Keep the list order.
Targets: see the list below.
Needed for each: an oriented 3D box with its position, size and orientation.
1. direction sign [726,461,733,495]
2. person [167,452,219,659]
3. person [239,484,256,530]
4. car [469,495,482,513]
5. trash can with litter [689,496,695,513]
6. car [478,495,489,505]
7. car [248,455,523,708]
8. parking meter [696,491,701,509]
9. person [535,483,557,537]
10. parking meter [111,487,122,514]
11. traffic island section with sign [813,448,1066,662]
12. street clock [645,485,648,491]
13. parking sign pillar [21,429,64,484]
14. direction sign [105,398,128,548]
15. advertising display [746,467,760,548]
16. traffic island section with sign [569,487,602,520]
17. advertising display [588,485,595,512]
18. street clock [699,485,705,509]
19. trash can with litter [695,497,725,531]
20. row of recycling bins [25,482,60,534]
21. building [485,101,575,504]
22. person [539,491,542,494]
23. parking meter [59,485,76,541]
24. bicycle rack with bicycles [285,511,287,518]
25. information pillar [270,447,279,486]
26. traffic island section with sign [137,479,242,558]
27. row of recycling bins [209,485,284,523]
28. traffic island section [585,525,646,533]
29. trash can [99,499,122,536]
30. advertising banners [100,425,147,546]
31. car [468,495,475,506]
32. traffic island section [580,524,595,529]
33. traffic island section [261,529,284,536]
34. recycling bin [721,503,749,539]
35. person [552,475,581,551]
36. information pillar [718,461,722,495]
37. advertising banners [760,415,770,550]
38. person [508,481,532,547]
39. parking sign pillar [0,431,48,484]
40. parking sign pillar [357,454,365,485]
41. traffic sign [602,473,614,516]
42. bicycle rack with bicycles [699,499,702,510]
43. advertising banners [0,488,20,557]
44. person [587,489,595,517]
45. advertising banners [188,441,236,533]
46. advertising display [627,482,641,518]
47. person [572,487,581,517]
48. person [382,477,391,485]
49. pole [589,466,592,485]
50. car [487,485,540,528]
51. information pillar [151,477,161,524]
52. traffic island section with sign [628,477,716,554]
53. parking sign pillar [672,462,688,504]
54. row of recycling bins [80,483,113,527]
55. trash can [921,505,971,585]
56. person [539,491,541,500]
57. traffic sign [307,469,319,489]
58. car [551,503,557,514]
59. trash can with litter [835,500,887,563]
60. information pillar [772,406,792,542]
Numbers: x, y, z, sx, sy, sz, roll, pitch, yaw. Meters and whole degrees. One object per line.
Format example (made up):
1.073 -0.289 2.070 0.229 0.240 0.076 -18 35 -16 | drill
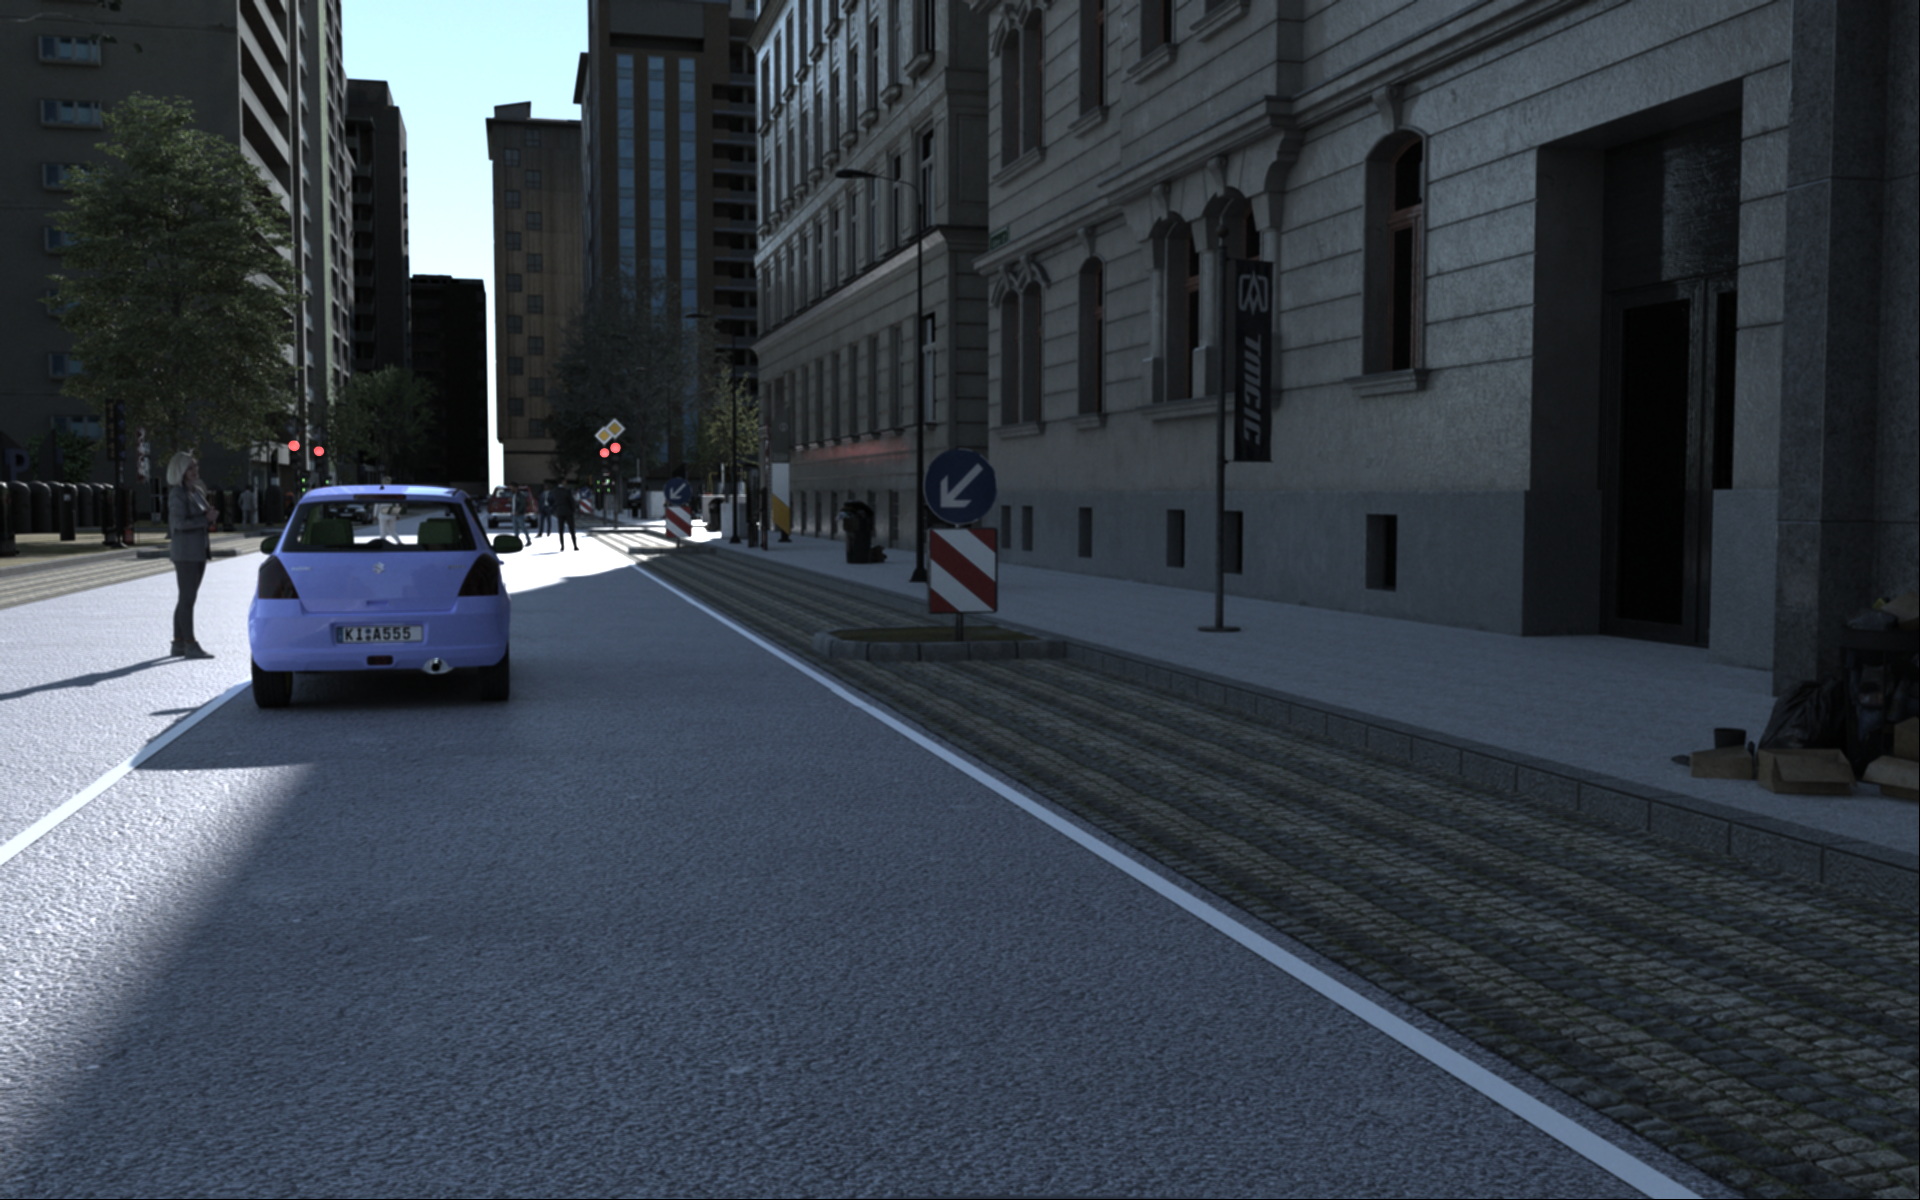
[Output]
-15.460 -7.635 116.832 0.876 3.537 0.379 2 4 33 | direction sign
-6.740 -0.405 15.300 0.526 1.800 0.537 1 4 9 | person
-26.173 -3.355 63.632 0.678 1.792 0.850 0 4 -7 | person
-37.746 -7.382 133.277 1.945 1.354 3.894 -1 4 -13 | car
-17.108 -6.215 113.001 1.055 1.170 0.624 -3 5 -39 | trash can with litter
-54.615 -11.398 198.929 1.945 1.354 3.894 -1 4 -13 | car
-4.286 -0.213 13.075 1.945 1.707 3.694 -1 4 -16 | car
-22.313 -8.529 147.853 0.372 1.533 0.369 0 3 0 | parking meter
-13.934 -3.034 58.292 0.721 1.800 0.419 1 4 9 | person
-28.293 -3.040 58.117 0.372 1.533 0.369 0 3 0 | parking meter
-0.283 -0.433 15.709 1.989 1.847 2.006 -1 4 -14 | traffic island section with sign
-25.980 -8.470 143.047 0.358 2.002 0.471 2 4 31 | street clock
-37.843 -5.115 72.107 1.447 3.967 1.447 3 4 37 | parking sign pillar
-20.057 -3.010 41.205 0.379 3.537 0.876 0 4 -1 | direction sign
-4.997 -2.239 41.821 0.123 1.923 0.974 0 4 6 | advertising display
-20.872 -5.334 95.838 1.989 1.847 2.006 -1 4 -14 | traffic island section with sign
-26.011 -7.157 122.230 0.123 1.923 0.974 -2 4 -33 | advertising display
-21.419 -8.523 143.928 0.358 2.002 0.471 2 4 32 | street clock
-8.531 -2.959 59.768 0.624 1.170 1.055 -2 4 -34 | trash can with litter
-30.606 -3.033 56.710 1.069 1.692 3.534 1 4 10 | row of recycling bins
-51.570 -39.954 242.485 27.495 52.752 28.713 -1 4 -14 | building
-46.205 -11.163 191.035 1.348 1.821 0.705 0 4 -8 | person
-24.567 -2.400 47.651 0.372 1.533 0.369 0 3 0 | parking meter
-33.960 -4.313 83.893 2.925 0.926 2.852 0 4 8 | bicycle rack with bicycles
-34.418 -5.852 87.035 0.504 3.616 0.183 2 4 30 | information pillar
-17.605 -1.899 39.673 1.989 1.847 2.006 -1 4 -14 | traffic island section with sign
-31.572 -4.246 76.540 3.534 1.692 1.069 0 4 8 | row of recycling bins
-12.709 -2.558 64.105 2.009 0.180 2.903 -1 4 -14 | traffic island section
-25.642 -2.493 52.419 0.748 1.137 0.748 0 3 0 | trash can
-21.051 -2.906 43.701 0.090 3.025 2.074 0 4 5 | advertising banners
-32.516 -6.147 112.508 2.014 1.417 4.499 -1 4 -15 | car
-14.698 -3.031 71.840 2.009 0.180 2.903 -1 4 -14 | traffic island section
-23.502 -2.389 61.346 2.009 0.180 2.903 -1 4 -14 | traffic island section
-6.339 -2.256 49.439 0.722 1.027 0.722 3 4 37 | recycling bin
-9.950 -2.192 43.695 0.648 1.900 0.474 0 4 5 | person
-17.216 -8.123 124.170 0.183 3.616 0.504 -2 4 -31 | information pillar
-4.456 -2.651 39.536 0.090 3.025 2.074 -1 4 -10 | advertising banners
-12.054 -2.348 47.236 0.623 1.781 0.721 2 4 32 | person
-40.437 -5.247 74.259 1.447 3.967 1.447 1 4 17 | parking sign pillar
-40.637 -7.890 117.470 1.447 3.967 1.447 -1 4 -22 | parking sign pillar
-20.695 -6.250 102.188 0.884 2.594 0.081 -1 4 -12 | traffic sign
-20.658 -7.809 141.063 2.852 0.926 2.925 0 4 -3 | bicycle rack with bicycles
-19.543 -2.346 34.543 0.090 3.025 2.074 0 4 8 | advertising banners
-20.925 -5.427 98.231 0.512 1.701 0.522 1 4 12 | person
-24.915 -3.758 57.627 0.090 3.025 2.074 1 4 20 | advertising banners
-17.745 -5.464 94.556 0.974 1.923 0.123 2 4 30 | advertising display
-21.974 -5.534 99.075 0.850 1.850 0.679 2 4 27 | person
-13.453 -1.984 40.813 0.818 1.842 0.514 2 4 30 | person
-27.264 -8.190 127.746 0.158 3.312 0.155 0 3 0 | pole
-19.064 -3.994 73.979 2.281 1.827 5.304 -1 4 -13 | car
-35.052 -4.343 75.494 0.304 2.012 0.304 -3 5 -44 | information pillar
-6.984 -2.030 41.821 1.989 1.847 2.006 -1 4 -14 | traffic island section with sign
-23.416 -9.569 144.927 1.447 3.967 1.447 2 4 24 | parking sign pillar
-34.067 -3.694 67.517 1.069 1.692 3.534 0 4 2 | row of recycling bins
-0.149 -0.715 23.339 0.748 1.137 0.748 0 3 0 | trash can
-43.636 -10.425 179.744 0.721 1.735 1.217 0 4 5 | person
-31.496 -5.182 84.729 0.884 2.594 0.081 -1 4 -8 | traffic sign
-29.100 -6.980 126.708 1.945 1.354 3.894 -1 4 -15 | car
-1.818 -1.276 32.251 0.624 1.170 1.055 2 4 26 | trash can with litter
-4.766 -3.357 46.247 0.504 3.616 0.183 0 4 8 | information pillar
